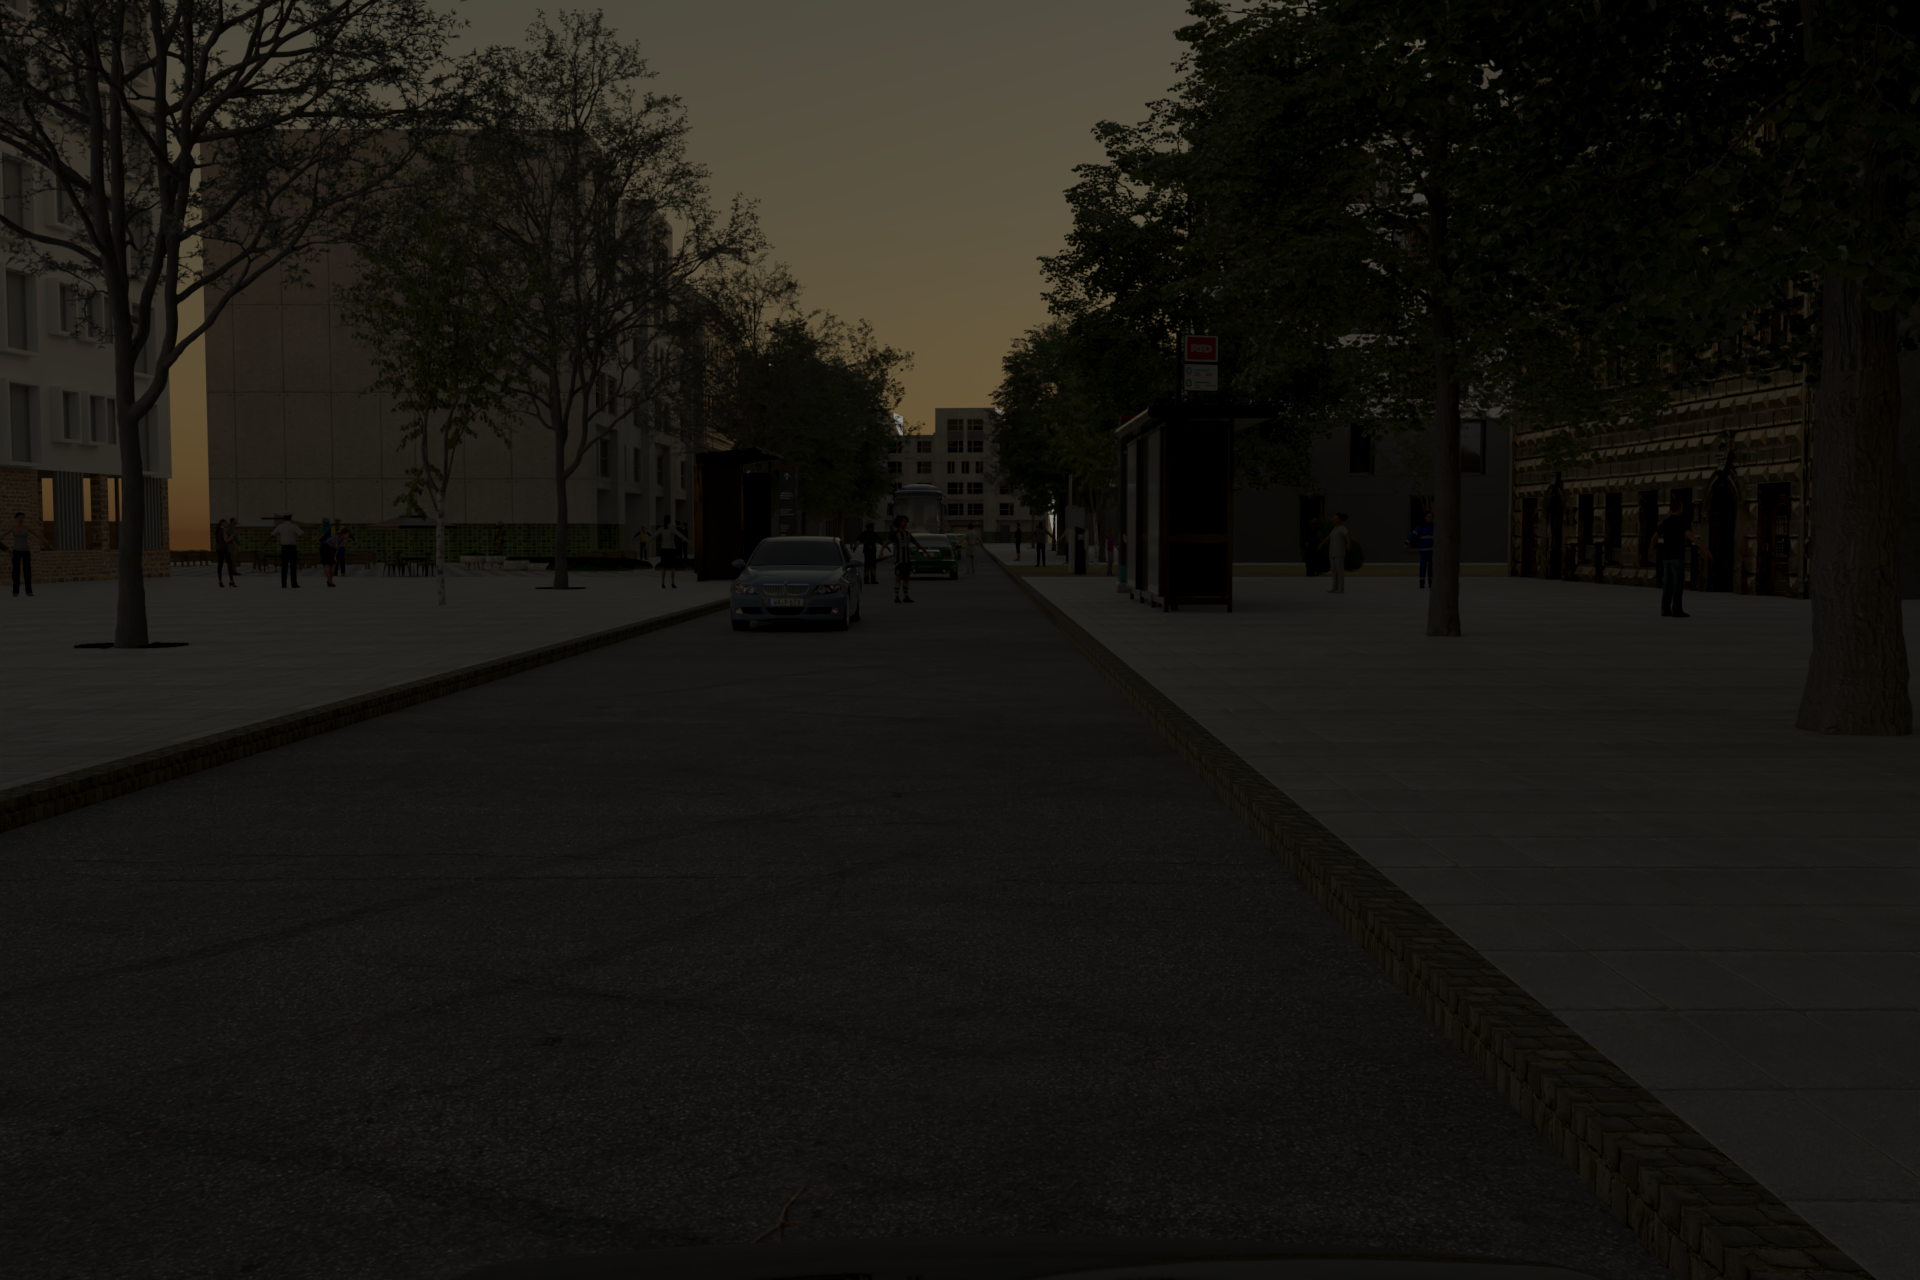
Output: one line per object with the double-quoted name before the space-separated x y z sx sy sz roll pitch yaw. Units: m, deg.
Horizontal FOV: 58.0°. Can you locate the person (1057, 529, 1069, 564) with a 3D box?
"person" 4.653 -4.185 74.282 0.705 1.847 1.347 3 5 44

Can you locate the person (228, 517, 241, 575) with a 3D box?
"person" -22.539 -2.908 53.818 0.705 1.796 1.348 -1 4 -16

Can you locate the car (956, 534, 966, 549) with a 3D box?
"car" 0.189 -8.541 149.862 2.015 1.641 3.980 0 4 0

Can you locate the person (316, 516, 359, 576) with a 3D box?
"person" -18.988 -2.868 52.868 1.349 1.833 0.705 0 4 2

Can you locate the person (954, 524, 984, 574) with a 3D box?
"person" 0.360 -3.260 61.942 1.347 1.806 0.705 -3 4 -37

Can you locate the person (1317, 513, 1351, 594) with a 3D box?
"person" 8.091 -1.874 37.405 0.721 1.739 1.217 -1 4 -21

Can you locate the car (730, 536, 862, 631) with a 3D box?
"car" -2.507 -0.931 27.228 2.014 1.417 4.499 0 4 0

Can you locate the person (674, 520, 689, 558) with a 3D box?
"person" -11.333 -3.885 69.447 0.705 1.837 1.347 3 5 40

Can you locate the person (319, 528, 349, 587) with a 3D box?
"person" -15.149 -2.000 41.976 0.697 1.427 0.421 -1 4 -9

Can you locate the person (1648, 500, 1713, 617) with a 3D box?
"person" 11.103 -1.263 26.861 0.705 1.803 1.348 -1 4 -18

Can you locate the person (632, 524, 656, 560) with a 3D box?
"person" -15.594 -4.832 85.472 1.216 1.772 0.721 -2 4 -29

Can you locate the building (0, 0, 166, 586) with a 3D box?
"building" -28.597 -11.136 38.501 16.016 20.090 11.380 0 4 -1

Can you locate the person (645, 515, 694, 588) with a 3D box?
"person" -6.896 -2.094 41.076 1.217 1.735 0.721 1 4 9

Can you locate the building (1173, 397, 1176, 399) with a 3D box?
"building" 25.137 -20.042 184.101 16.016 20.090 11.380 0 4 0

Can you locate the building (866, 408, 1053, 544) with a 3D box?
"building" -2.374 -23.263 249.261 31.486 18.905 16.747 0 4 7

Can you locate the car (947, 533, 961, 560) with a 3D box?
"car" -0.848 -5.487 98.504 1.959 1.807 4.718 0 4 -1

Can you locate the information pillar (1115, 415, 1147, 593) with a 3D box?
"information pillar" 3.808 -2.971 37.957 0.750 3.857 0.750 0 4 0

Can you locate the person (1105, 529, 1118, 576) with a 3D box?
"person" 4.650 -2.669 52.904 0.599 1.433 0.991 2 4 26

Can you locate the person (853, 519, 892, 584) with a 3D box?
"person" -2.562 -2.534 49.661 1.354 1.856 0.705 -3 5 -39

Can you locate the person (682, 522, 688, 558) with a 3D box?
"person" -12.489 -4.421 78.463 0.705 1.806 1.347 -1 4 -10

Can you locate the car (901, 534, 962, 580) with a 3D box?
"car" -0.980 -2.680 55.621 2.131 1.459 4.920 0 4 -1

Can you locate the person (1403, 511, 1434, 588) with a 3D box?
"person" 11.086 -2.142 40.998 1.345 1.831 0.704 -1 4 -9

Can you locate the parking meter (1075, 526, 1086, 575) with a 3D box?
"parking meter" 3.823 -2.846 54.950 0.372 1.533 0.369 0 3 0

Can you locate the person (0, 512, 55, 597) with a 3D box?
"person" -19.270 -1.759 35.572 1.217 1.737 0.721 -2 4 -35

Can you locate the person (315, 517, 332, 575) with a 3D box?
"person" -20.174 -2.992 55.046 0.704 1.817 1.347 0 3 0

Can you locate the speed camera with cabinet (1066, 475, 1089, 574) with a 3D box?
"speed camera with cabinet" 3.874 -3.838 57.084 0.660 3.252 2.038 0 4 -1

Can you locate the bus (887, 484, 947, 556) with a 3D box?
"bus" -2.027 -5.995 89.563 2.896 3.916 12.251 0 4 0

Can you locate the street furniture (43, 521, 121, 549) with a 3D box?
"street furniture" -32.447 -3.100 57.538 11.010 1.723 9.812 3 5 40

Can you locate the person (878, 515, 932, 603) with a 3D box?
"person" -1.189 -1.684 36.129 1.345 1.843 0.704 -3 4 -38

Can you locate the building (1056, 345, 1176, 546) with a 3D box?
"building" 25.139 -22.001 203.692 27.936 21.610 32.646 0 4 0

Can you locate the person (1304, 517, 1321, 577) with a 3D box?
"person" 10.593 -2.807 52.123 0.704 1.802 1.346 2 4 31

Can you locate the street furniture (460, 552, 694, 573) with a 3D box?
"street furniture" -13.042 -2.785 61.165 10.072 0.657 5.734 3 4 37

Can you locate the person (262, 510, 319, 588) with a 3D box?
"person" -15.994 -2.171 41.291 1.343 1.855 0.704 0 4 -1

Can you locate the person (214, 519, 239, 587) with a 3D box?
"person" -17.626 -2.089 41.661 0.593 1.643 0.415 -1 4 -9

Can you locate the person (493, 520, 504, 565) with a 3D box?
"person" -19.248 -4.087 72.583 0.705 1.858 1.354 -1 4 -15

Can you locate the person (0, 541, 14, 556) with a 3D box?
"person" -15.363 -1.235 26.973 0.721 1.736 1.217 2 4 31

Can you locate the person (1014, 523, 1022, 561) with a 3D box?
"person" 2.749 -4.704 83.054 0.704 1.812 1.346 0 4 5

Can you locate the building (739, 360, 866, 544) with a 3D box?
"building" -26.643 -22.997 219.983 27.936 21.610 32.646 0 4 0

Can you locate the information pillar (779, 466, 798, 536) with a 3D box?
"information pillar" -6.512 -4.671 65.747 0.750 3.857 0.750 0 4 2

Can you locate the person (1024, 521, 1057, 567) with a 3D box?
"person" 3.167 -3.776 67.867 1.348 1.813 0.705 1 4 17

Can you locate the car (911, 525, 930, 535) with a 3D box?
"car" -1.635 -3.725 69.701 1.959 1.807 4.718 0 4 1
